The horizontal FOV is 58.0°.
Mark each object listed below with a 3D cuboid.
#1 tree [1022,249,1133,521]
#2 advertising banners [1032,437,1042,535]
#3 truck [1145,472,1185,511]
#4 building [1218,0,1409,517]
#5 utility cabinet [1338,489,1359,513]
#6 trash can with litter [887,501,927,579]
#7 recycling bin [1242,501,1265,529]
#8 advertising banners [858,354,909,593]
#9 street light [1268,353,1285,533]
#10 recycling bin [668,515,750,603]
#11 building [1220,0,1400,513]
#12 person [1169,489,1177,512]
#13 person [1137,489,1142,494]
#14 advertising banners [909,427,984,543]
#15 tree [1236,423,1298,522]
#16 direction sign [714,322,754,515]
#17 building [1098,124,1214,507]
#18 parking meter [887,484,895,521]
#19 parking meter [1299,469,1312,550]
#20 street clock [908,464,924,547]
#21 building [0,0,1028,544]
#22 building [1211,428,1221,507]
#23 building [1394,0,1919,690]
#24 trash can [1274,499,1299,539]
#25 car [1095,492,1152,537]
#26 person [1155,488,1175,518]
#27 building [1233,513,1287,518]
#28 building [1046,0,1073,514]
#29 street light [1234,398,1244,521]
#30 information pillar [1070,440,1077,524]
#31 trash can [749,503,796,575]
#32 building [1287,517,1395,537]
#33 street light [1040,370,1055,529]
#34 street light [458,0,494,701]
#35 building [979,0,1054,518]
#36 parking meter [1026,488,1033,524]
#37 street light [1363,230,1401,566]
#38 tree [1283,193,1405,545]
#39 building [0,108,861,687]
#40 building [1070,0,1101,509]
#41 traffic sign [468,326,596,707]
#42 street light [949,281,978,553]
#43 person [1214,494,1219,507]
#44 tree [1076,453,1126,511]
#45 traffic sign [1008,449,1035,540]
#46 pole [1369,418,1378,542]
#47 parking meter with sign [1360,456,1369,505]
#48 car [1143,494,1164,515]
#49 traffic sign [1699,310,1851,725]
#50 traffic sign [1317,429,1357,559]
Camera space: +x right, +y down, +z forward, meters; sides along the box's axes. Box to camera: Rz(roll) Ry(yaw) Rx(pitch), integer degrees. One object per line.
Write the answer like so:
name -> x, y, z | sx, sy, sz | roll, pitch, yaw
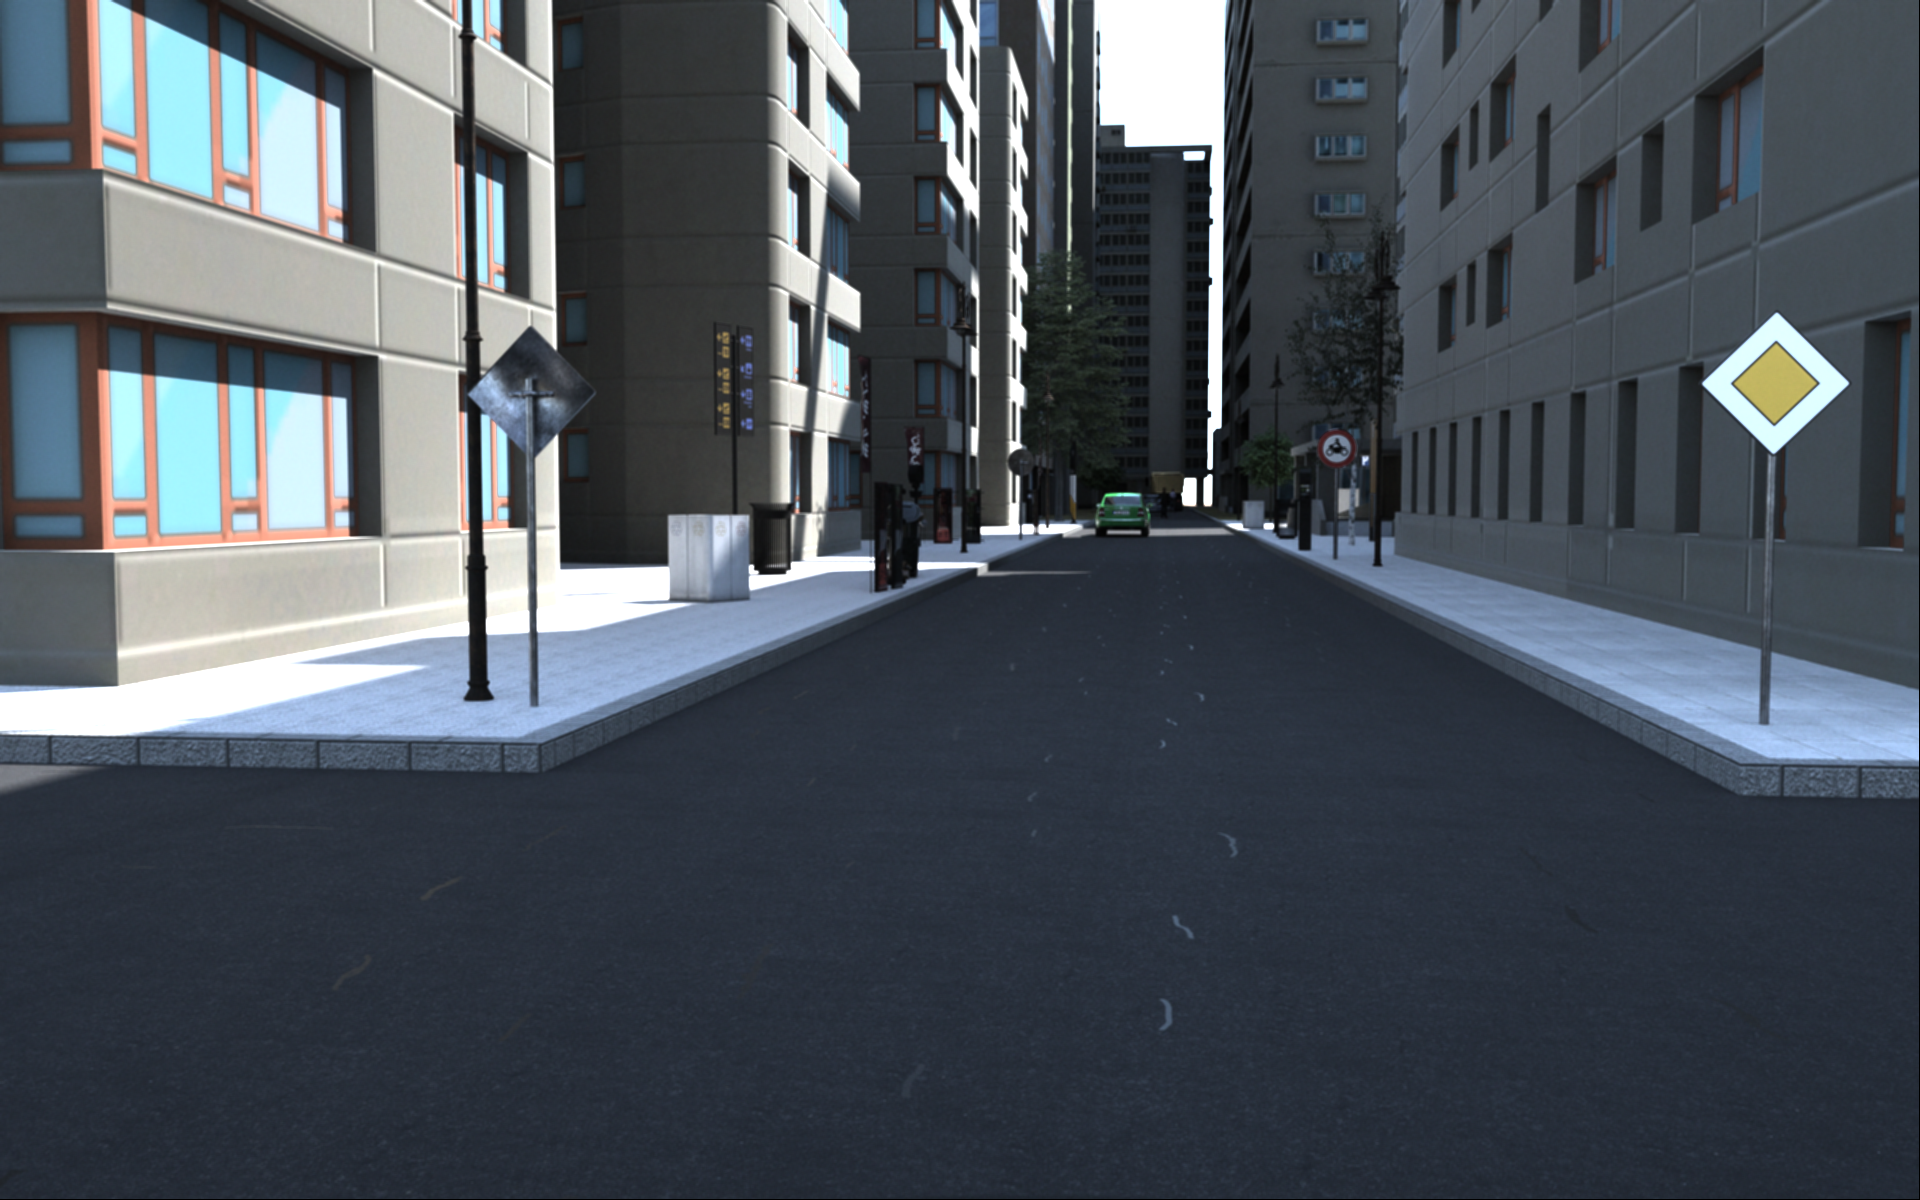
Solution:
tree -> 4.239, -9.969, 81.115 | 7.486, 12.596, 7.792 | 0, 3, 0
advertising banners -> 2.422, -3.558, 54.362 | 0.090, 3.025, 2.074 | 0, 4, -3
truck -> 17.783, -9.370, 149.130 | 3.469, 3.379, 9.791 | 0, 4, 5
building -> 35.064, -26.379, 123.176 | 32.217, 40.220, 23.993 | 0, 4, 7
utility cabinet -> 16.223, -3.937, 73.057 | 1.173, 1.500, 0.318 | -1, 4, -15
trash can with litter -> -0.836, -0.918, 26.390 | 0.624, 1.170, 1.055 | 0, 4, 2
recycling bin -> 10.838, -3.145, 63.983 | 0.722, 1.027, 0.722 | 0, 4, 1
advertising banners -> -1.030, -1.627, 22.787 | 0.090, 3.025, 2.074 | 1, 4, 14
street light -> 10.405, -5.151, 57.003 | 0.468, 5.910, 1.993 | 0, 4, 7
recycling bin -> -3.028, -0.510, 20.895 | 0.722, 1.027, 0.722 | 3, 4, 36
building -> 33.258, -31.947, 146.033 | 21.300, 48.544, 21.600 | 0, 4, 7
person -> 16.988, -7.913, 137.745 | 0.709, 1.838, 0.599 | 2, 4, 32
person -> 10.819, -5.812, 104.472 | 0.756, 1.711, 0.436 | -2, 4, -28
advertising banners -> -0.412, -2.981, 44.922 | 2.074, 3.025, 0.090 | 0, 4, 1
tree -> 14.098, -5.823, 78.923 | 4.285, 4.588, 4.351 | 0, 3, 0
direction sign -> -3.022, -1.911, 23.243 | 0.379, 3.537, 0.876 | 2, 4, 27
building -> 14.779, -30.143, 184.722 | 23.993, 40.220, 32.217 | 0, 4, 7
parking meter -> -1.712, -2.062, 42.128 | 0.372, 1.533, 0.369 | 0, 3, 0
parking meter -> 7.872, -2.065, 39.479 | 0.255, 1.863, 0.399 | 1, 4, 16
street clock -> -1.076, -2.303, 42.224 | 0.358, 2.002, 0.471 | 1, 4, 21
building -> -12.437, -13.345, 63.231 | 27.650, 21.520, 28.899 | 0, 4, 7
building -> 41.499, -52.742, 174.999 | 31.000, 86.520, 22.319 | 0, 4, 7
building -> 21.981, -10.744, 20.702 | 28.899, 21.520, 27.650 | 0, 4, 7
trash can -> 9.386, -2.326, 49.681 | 0.748, 1.137, 0.748 | 0, 3, 0
car -> 5.632, -3.110, 59.648 | 1.959, 1.807, 4.718 | 0, 4, 7
person -> 12.297, -5.852, 104.209 | 1.348, 1.821, 0.705 | -1, 4, -20
building -> 27.282, -29.170, 100.635 | 21.300, 48.544, 21.600 | 0, 4, 7
building -> -0.480, -25.876, 106.665 | 14.154, 41.232, 14.086 | 0, 4, 7
street light -> 13.507, -6.789, 83.795 | 0.468, 5.910, 1.993 | 0, 4, 7
information pillar -> 4.921, -5.138, 75.363 | 0.183, 3.616, 0.504 | -1, 4, -19
trash can -> -2.998, -0.979, 27.666 | 0.748, 1.137, 0.748 | 0, 3, 0
building -> 27.861, -22.334, 57.036 | 32.217, 40.220, 23.993 | 0, 4, 7
street light -> 3.256, -5.598, 64.309 | 0.468, 5.910, 1.993 | 0, 4, 7
street light -> -3.003, -2.315, 10.630 | 0.468, 5.910, 1.993 | 0, 4, 7
building -> -2.303, -27.060, 92.541 | 14.600, 45.320, 14.200 | 0, 4, 7
parking meter -> 3.066, -4.106, 75.547 | 0.372, 1.533, 0.369 | 0, 3, 0
street light -> 7.420, -3.536, 30.604 | 0.468, 5.910, 1.993 | 0, 4, 7
tree -> 9.883, -5.689, 43.376 | 4.360, 8.622, 3.978 | 0, 3, 0
building -> -17.680, -11.114, 26.761 | 27.650, 21.520, 28.899 | 0, 4, 7
building -> 1.166, -32.190, 150.002 | 21.600, 48.544, 21.300 | 0, 4, 7
traffic sign -> -2.571, -0.414, 10.408 | 0.795, 2.450, 0.064 | 0, 4, 7
street light -> 0.086, -3.974, 37.762 | 0.468, 5.910, 1.993 | 0, 4, 7
person -> 24.582, -9.362, 164.834 | 1.065, 1.426, 0.557 | -2, 4, -29
tree -> 11.192, -9.192, 134.010 | 4.285, 4.588, 4.351 | 0, 3, 0
traffic sign -> 1.705, -2.963, 48.543 | 0.768, 2.556, 0.104 | 1, 4, 16
pole -> 11.187, -3.239, 46.797 | 0.158, 3.312, 0.155 | 0, 3, 0
parking meter with sign -> 17.785, -4.710, 73.267 | 0.543, 3.016, 1.738 | -3, 5, -42
car -> 13.064, -6.456, 117.561 | 2.014, 1.417, 4.499 | 0, 4, 8
traffic sign -> 4.474, -0.363, 9.579 | 0.795, 2.450, 0.064 | 0, 4, 7
traffic sign -> 7.379, -2.071, 33.967 | 0.768, 2.556, 0.104 | 1, 4, 8
